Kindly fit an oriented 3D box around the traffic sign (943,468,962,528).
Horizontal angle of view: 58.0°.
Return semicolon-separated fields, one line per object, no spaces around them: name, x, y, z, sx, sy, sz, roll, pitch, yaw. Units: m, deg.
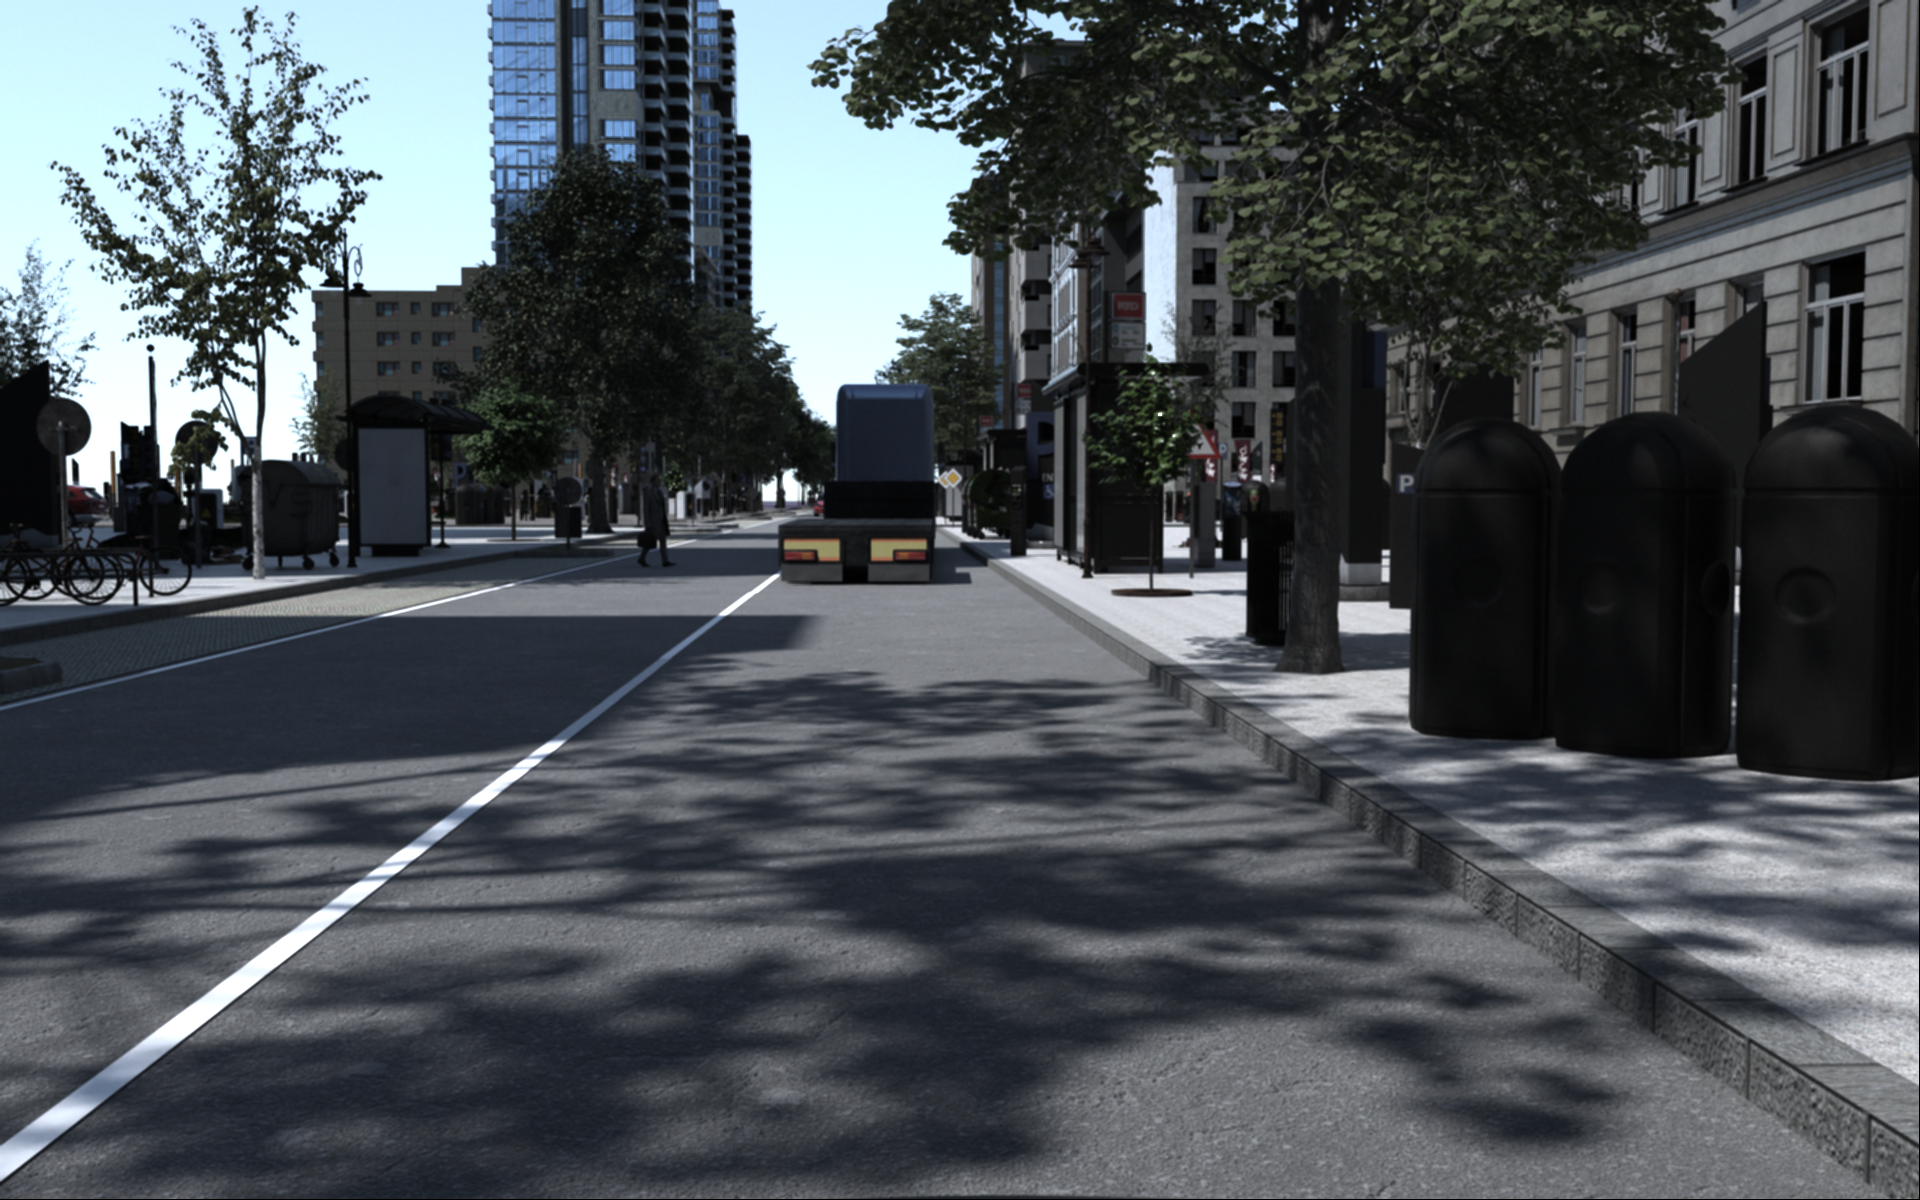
traffic sign;-0.261;-3.805;65.855;0.795;2.450;0.064;0;4;-3

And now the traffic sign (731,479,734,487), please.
traffic sign;-18.238;-8.355;136.703;0.768;2.556;0.104;0;4;1

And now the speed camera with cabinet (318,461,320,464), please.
speed camera with cabinet;-38.457;-6.669;103.377;0.660;3.252;2.038;-1;4;-22

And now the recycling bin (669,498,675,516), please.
recycling bin;-16.970;-5.580;103.783;0.722;1.027;0.722;3;5;42

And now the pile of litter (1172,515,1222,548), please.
pile of litter;5.872;-1.693;41.650;1.176;0.858;1.719;-2;4;-27

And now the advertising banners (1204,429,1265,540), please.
advertising banners;7.293;-3.066;46.318;0.090;3.025;2.074;-3;5;-44

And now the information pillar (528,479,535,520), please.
information pillar;-21.148;-4.958;85.549;0.304;2.012;0.304;-1;4;-16

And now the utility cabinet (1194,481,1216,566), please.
utility cabinet;4.307;-1.350;30.757;0.318;1.500;1.173;0;4;1

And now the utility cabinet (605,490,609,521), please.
utility cabinet;-16.672;-4.462;81.633;0.318;1.500;1.173;0;4;-8

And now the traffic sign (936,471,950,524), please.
traffic sign;-0.612;-4.293;73.832;0.795;2.450;0.064;0;4;-3

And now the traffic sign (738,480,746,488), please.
traffic sign;-18.499;-8.943;146.318;0.768;2.556;0.104;0;4;2

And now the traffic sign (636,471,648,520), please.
traffic sign;-15.576;-5.157;84.419;0.768;2.556;0.104;0;4;3

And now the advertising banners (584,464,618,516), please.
advertising banners;-21.224;-6.496;102.392;2.074;3.025;0.090;0;4;2

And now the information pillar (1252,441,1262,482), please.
information pillar;13.105;-5.198;76.343;0.504;3.616;0.183;3;5;44

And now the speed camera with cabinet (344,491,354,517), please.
speed camera with cabinet;-29.964;-5.689;87.350;2.038;3.252;0.660;0;4;4

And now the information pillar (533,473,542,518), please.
information pillar;-23.053;-6.306;94.452;0.504;3.616;0.183;-2;4;-31

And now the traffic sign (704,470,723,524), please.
traffic sign;-10.448;-4.268;73.421;0.795;2.450;0.064;0;4;-3

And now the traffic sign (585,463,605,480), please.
traffic sign;-13.617;-3.947;64.634;0.768;2.556;0.104;0;4;5

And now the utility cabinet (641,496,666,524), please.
utility cabinet;-12.940;-3.793;73.185;1.020;1.237;0.306;0;4;-4

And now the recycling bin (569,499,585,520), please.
recycling bin;-19.128;-4.499;86.114;0.722;1.027;0.722;-3;4;-37

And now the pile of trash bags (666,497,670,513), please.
pile of trash bags;-20.341;-6.520;116.350;1.912;1.369;3.447;-2;4;-26

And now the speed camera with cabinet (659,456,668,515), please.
speed camera with cabinet;-15.910;-5.905;90.886;0.660;3.252;2.038;-2;4;-28

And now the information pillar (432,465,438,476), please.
information pillar;-42.578;-9.122;140.500;0.504;3.616;0.183;-2;4;-33

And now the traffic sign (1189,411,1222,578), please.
traffic sign;3.528;-1.609;26.316;0.884;2.594;0.081;0;4;5

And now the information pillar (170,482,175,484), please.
information pillar;-49.794;-6.428;109.593;0.304;2.012;0.304;-1;4;-16

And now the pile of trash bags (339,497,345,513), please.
pile of trash bags;-44.493;-6.784;120.670;3.447;1.369;1.912;-1;4;-8

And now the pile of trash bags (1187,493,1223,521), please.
pile of trash bags;12.458;-4.517;83.609;3.447;1.369;1.912;3;4;38

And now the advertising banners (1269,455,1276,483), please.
advertising banners;9.830;-3.635;55.622;2.074;3.025;0.090;1;4;17

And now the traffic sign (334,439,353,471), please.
traffic sign;-13.767;-2.387;39.141;0.768;2.556;0.104;0;4;6

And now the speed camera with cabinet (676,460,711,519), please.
speed camera with cabinet;-13.619;-5.763;88.563;0.660;3.252;2.038;2;4;33

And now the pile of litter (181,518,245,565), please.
pile of litter;-13.800;-1.106;32.044;1.176;0.858;1.719;0;4;2

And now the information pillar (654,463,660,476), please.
information pillar;-22.871;-8.524;130.726;0.504;3.616;0.183;2;4;32

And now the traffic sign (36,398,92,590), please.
traffic sign;-11.905;-1.401;23.012;0.768;2.556;0.104;0;4;5

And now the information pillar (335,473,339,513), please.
information pillar;-21.562;-3.363;59.482;0.304;2.012;0.304;1;4;18

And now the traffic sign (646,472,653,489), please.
traffic sign;-15.950;-5.360;88.820;0.795;2.450;0.064;0;3;0

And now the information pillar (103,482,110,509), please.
information pillar;-51.377;-6.104;104.294;0.304;2.012;0.304;-1;4;-20

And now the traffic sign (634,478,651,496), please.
traffic sign;-16.050;-5.355;87.561;0.884;2.594;0.081;0;4;6

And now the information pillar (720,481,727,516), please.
information pillar;-13.621;-5.820;99.645;0.304;2.012;0.304;-3;5;-45

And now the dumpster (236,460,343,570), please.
dumpster;-11.549;-1.475;29.880;1.264;1.857;1.865;0;4;-3

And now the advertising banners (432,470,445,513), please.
advertising banners;-37.924;-8.029;127.462;2.074;3.025;0.090;1;4;17

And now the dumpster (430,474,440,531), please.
dumpster;-13.826;-2.460;42.713;1.502;2.255;1.985;0;4;-2

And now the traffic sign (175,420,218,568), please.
traffic sign;-13.176;-1.823;29.908;0.768;2.556;0.104;0;4;3

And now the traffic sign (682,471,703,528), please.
traffic sign;-10.096;-3.780;65.444;0.795;2.450;0.064;0;4;-3

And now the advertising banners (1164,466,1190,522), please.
advertising banners;10.186;-5.151;80.404;2.074;3.025;0.090;-3;5;-44

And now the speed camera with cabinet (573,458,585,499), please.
speed camera with cabinet;-20.947;-6.161;95.068;0.660;3.252;2.038;-1;4;-10

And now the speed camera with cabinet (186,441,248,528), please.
speed camera with cabinet;-23.684;-3.746;55.576;2.038;3.252;0.660;-3;4;-36

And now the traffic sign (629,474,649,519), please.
traffic sign;-14.202;-4.686;76.627;0.884;2.594;0.081;0;4;5

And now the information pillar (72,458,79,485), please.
information pillar;-56.923;-7.348;111.493;0.183;3.616;0.504;1;4;19

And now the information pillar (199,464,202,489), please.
information pillar;-48.374;-7.270;110.221;0.183;3.616;0.504;0;4;7
